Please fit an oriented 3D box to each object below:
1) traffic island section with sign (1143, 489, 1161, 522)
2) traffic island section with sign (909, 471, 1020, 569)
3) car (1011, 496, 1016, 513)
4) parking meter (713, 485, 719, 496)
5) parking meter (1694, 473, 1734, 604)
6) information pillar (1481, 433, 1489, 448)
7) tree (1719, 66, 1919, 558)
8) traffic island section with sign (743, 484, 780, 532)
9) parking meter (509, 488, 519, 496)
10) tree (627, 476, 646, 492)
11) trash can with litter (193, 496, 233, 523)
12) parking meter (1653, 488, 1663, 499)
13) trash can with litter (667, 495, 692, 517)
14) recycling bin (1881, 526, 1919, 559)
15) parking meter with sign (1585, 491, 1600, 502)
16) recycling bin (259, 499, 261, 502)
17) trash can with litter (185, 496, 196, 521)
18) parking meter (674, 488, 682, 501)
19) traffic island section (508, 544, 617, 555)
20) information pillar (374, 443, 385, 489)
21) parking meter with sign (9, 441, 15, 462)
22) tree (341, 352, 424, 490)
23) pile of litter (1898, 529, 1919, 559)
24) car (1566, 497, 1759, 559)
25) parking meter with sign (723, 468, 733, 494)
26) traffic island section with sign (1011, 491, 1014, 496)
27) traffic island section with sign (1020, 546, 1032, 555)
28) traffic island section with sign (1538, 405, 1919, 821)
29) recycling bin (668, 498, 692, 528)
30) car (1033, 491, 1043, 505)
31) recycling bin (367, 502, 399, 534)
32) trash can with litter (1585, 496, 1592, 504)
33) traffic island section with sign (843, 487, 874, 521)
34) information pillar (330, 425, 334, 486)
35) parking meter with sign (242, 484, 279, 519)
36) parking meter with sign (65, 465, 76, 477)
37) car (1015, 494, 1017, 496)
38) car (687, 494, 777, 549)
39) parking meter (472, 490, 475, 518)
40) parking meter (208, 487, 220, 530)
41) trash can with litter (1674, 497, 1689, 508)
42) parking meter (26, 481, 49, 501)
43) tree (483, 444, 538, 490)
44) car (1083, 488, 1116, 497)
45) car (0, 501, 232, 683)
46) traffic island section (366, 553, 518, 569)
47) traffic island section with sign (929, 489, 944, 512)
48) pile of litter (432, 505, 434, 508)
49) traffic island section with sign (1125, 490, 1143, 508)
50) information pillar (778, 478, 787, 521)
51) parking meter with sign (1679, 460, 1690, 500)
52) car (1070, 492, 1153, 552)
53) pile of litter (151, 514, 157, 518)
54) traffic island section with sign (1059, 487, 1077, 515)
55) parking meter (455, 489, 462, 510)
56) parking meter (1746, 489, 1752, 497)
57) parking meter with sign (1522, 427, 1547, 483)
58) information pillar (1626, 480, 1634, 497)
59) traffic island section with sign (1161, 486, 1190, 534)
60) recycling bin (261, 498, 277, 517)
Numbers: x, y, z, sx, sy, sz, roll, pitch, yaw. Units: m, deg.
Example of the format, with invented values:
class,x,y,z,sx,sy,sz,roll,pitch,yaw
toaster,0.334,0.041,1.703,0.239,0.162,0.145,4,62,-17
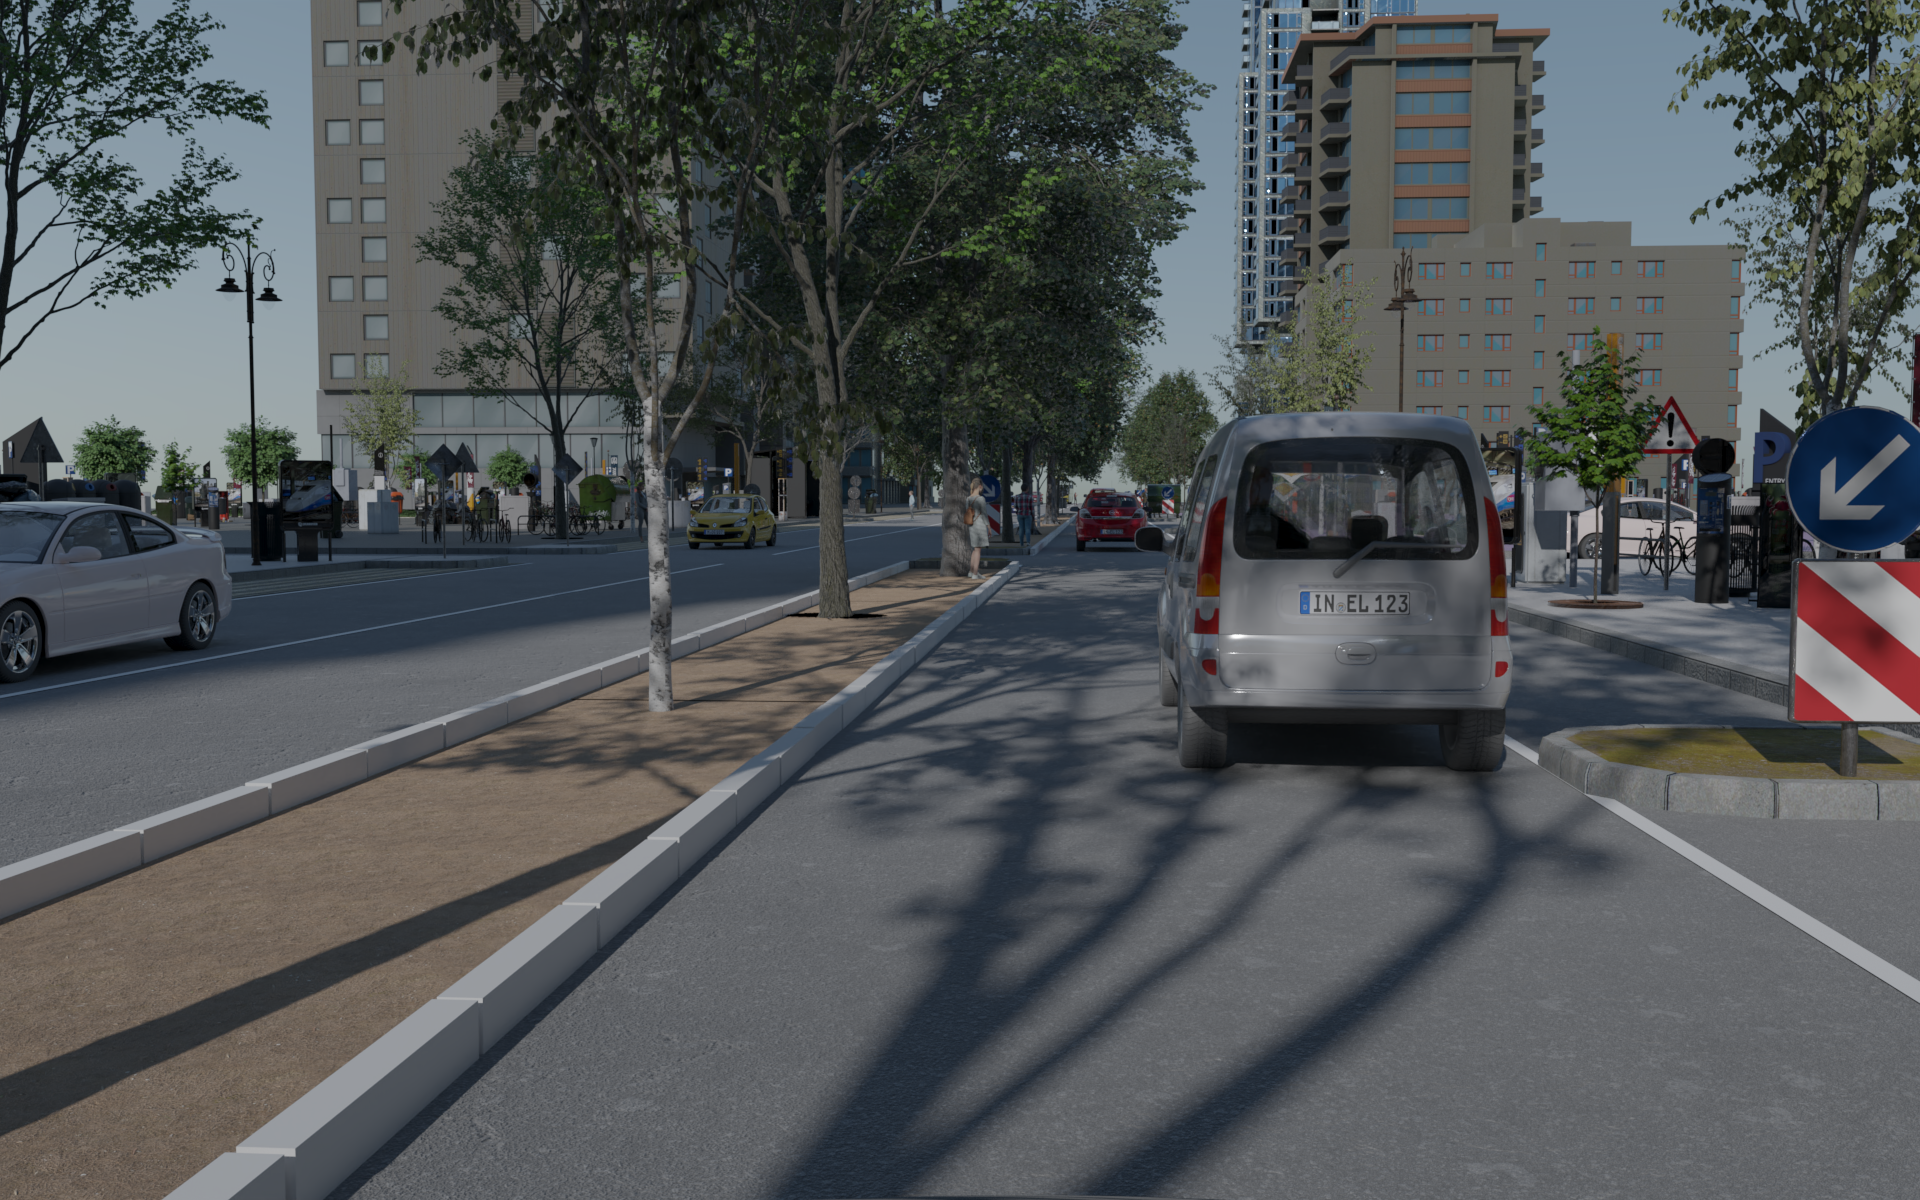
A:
class,x,y,z,sx,sy,sz,roll,pitch,yaw
traffic island section with sign,10.765,-5.027,90.826,1.989,1.847,2.006,0,4,5
traffic island section with sign,0.081,-1.576,33.906,2.006,1.907,1.989,0,4,5
car,3.779,-6.128,112.777,1.945,1.354,3.894,0,4,3
parking meter,-15.880,-6.545,112.716,0.255,1.863,0.399,3,5,41
parking meter,8.865,-0.732,20.384,0.372,1.533,0.369,0,3,0
information pillar,20.032,-4.578,66.210,0.183,3.616,0.504,-1,4,-14
tree,15.467,-4.901,30.491,4.360,8.622,3.978,0,3,0
traffic island section with sign,-7.812,-3.429,64.685,1.989,1.847,2.006,0,4,5
parking meter,-17.410,-3.626,67.692,0.372,1.533,0.369,0,3,0
tree,-21.007,-7.206,112.415,1.663,3.219,1.824,0,3,0
trash can with litter,-34.108,-4.154,78.973,1.678,1.210,2.233,2,4,31
parking meter,27.829,-3.711,69.082,0.372,1.533,0.369,0,3,0
trash can with litter,-15.327,-5.229,96.557,2.233,1.210,1.678,3,5,44
recycling bin,13.449,-0.757,24.933,0.722,1.027,0.722,1,4,20
parking meter with sign,27.174,-4.790,74.574,0.543,3.016,1.738,-2,4,-35
recycling bin,-48.113,-6.546,119.580,0.722,1.027,0.722,-2,4,-35
trash can with litter,-37.275,-4.447,84.097,0.624,1.170,1.055,-2,4,-28
parking meter,-11.633,-3.844,71.258,0.372,1.533,0.369,0,3,0
traffic island section,-9.636,-1.235,42.479,2.009,0.180,2.903,0,4,5
information pillar,-26.618,-5.391,79.499,0.504,3.616,0.183,1,4,10
parking meter with sign,-32.060,-3.711,56.937,1.738,3.016,0.543,-3,4,-38
tree,-29.306,-8.454,88.582,4.737,8.622,4.395,0,3,0
pile of litter,11.909,-0.463,21.529,1.719,0.858,1.176,3,5,41
car,14.411,-1.452,36.104,4.827,1.381,2.083,0,4,5
parking meter with sign,-15.701,-7.349,116.420,0.543,3.016,1.738,0,4,2
traffic island section with sign,7.538,-14.845,251.339,1.989,1.847,2.006,0,4,5
traffic island section with sign,0.697,-2.028,41.288,2.006,1.907,1.989,0,4,5
traffic island section with sign,4.000,0.004,8.557,1.989,1.847,2.006,0,4,5
recycling bin,-10.720,-3.271,66.038,0.722,1.027,0.722,-2,4,-29
car,10.411,-14.110,239.366,2.281,1.827,5.304,0,4,5
recycling bin,-18.664,-2.658,56.020,0.722,1.027,0.722,2,4,30
trash can with litter,29.147,-4.450,83.809,2.233,1.210,1.678,-1,4,-16
traffic island section with sign,-5.605,-5.072,91.550,1.989,1.847,2.006,0,4,5
information pillar,-21.241,-4.113,58.604,0.183,3.616,0.504,-1,4,-19
parking meter with sign,-36.040,-5.686,89.233,1.738,3.016,0.543,-2,4,-26
parking meter with sign,-54.317,-6.662,105.179,1.738,3.016,0.543,3,5,42
car,5.111,-8.078,141.860,2.009,1.686,4.222,0,4,6
car,-6.078,-2.205,46.271,2.015,1.641,3.980,0,4,6
parking meter,-26.280,-5.182,93.144,0.372,1.533,0.369,0,3,0
parking meter,-27.019,-3.321,62.705,0.372,1.533,0.369,0,3,0
trash can with litter,38.723,-5.067,93.905,1.678,1.210,2.233,-3,5,-39
parking meter,-17.255,-1.469,32.428,0.372,1.533,0.369,0,3,0
tree,-28.966,-7.789,111.061,4.285,4.588,4.351,0,3,0
car,8.429,-5.721,102.219,2.281,1.827,5.304,0,4,4
car,-7.975,-0.141,14.660,2.083,1.381,4.827,0,4,3
traffic island section,-10.290,-0.749,34.521,2.009,0.180,2.903,0,4,5
traffic island section with sign,-1.451,-8.168,142.177,1.989,1.847,2.006,0,4,5
pile of litter,-23.585,-3.923,78.114,1.719,0.858,1.176,0,4,3
traffic island section with sign,17.048,-9.702,167.249,1.989,1.847,2.006,0,4,5
information pillar,-8.315,-4.699,81.319,0.304,2.012,0.304,2,4,26
parking meter with sign,36.873,-5.616,88.090,0.543,3.016,1.738,1,4,16
car,3.902,-2.181,44.692,2.155,1.783,4.494,0,4,5
pile of litter,-46.996,-5.231,99.497,1.176,0.858,1.719,3,4,38
traffic island section with sign,6.845,-6.608,116.175,2.006,1.907,1.989,0,4,5
parking meter,-25.994,-4.978,89.802,0.372,1.533,0.369,0,3,0
parking meter,40.325,-4.892,88.393,0.372,1.533,0.369,0,3,0
parking meter with sign,14.570,-3.030,45.798,0.543,3.016,1.738,-3,5,-42
information pillar,35.873,-5.401,92.801,0.304,2.012,0.304,0,4,3
traffic island section with sign,8.497,-3.349,63.387,1.989,1.847,2.006,0,4,5
recycling bin,-40.924,-5.539,103.121,0.722,1.027,0.722,2,4,33
